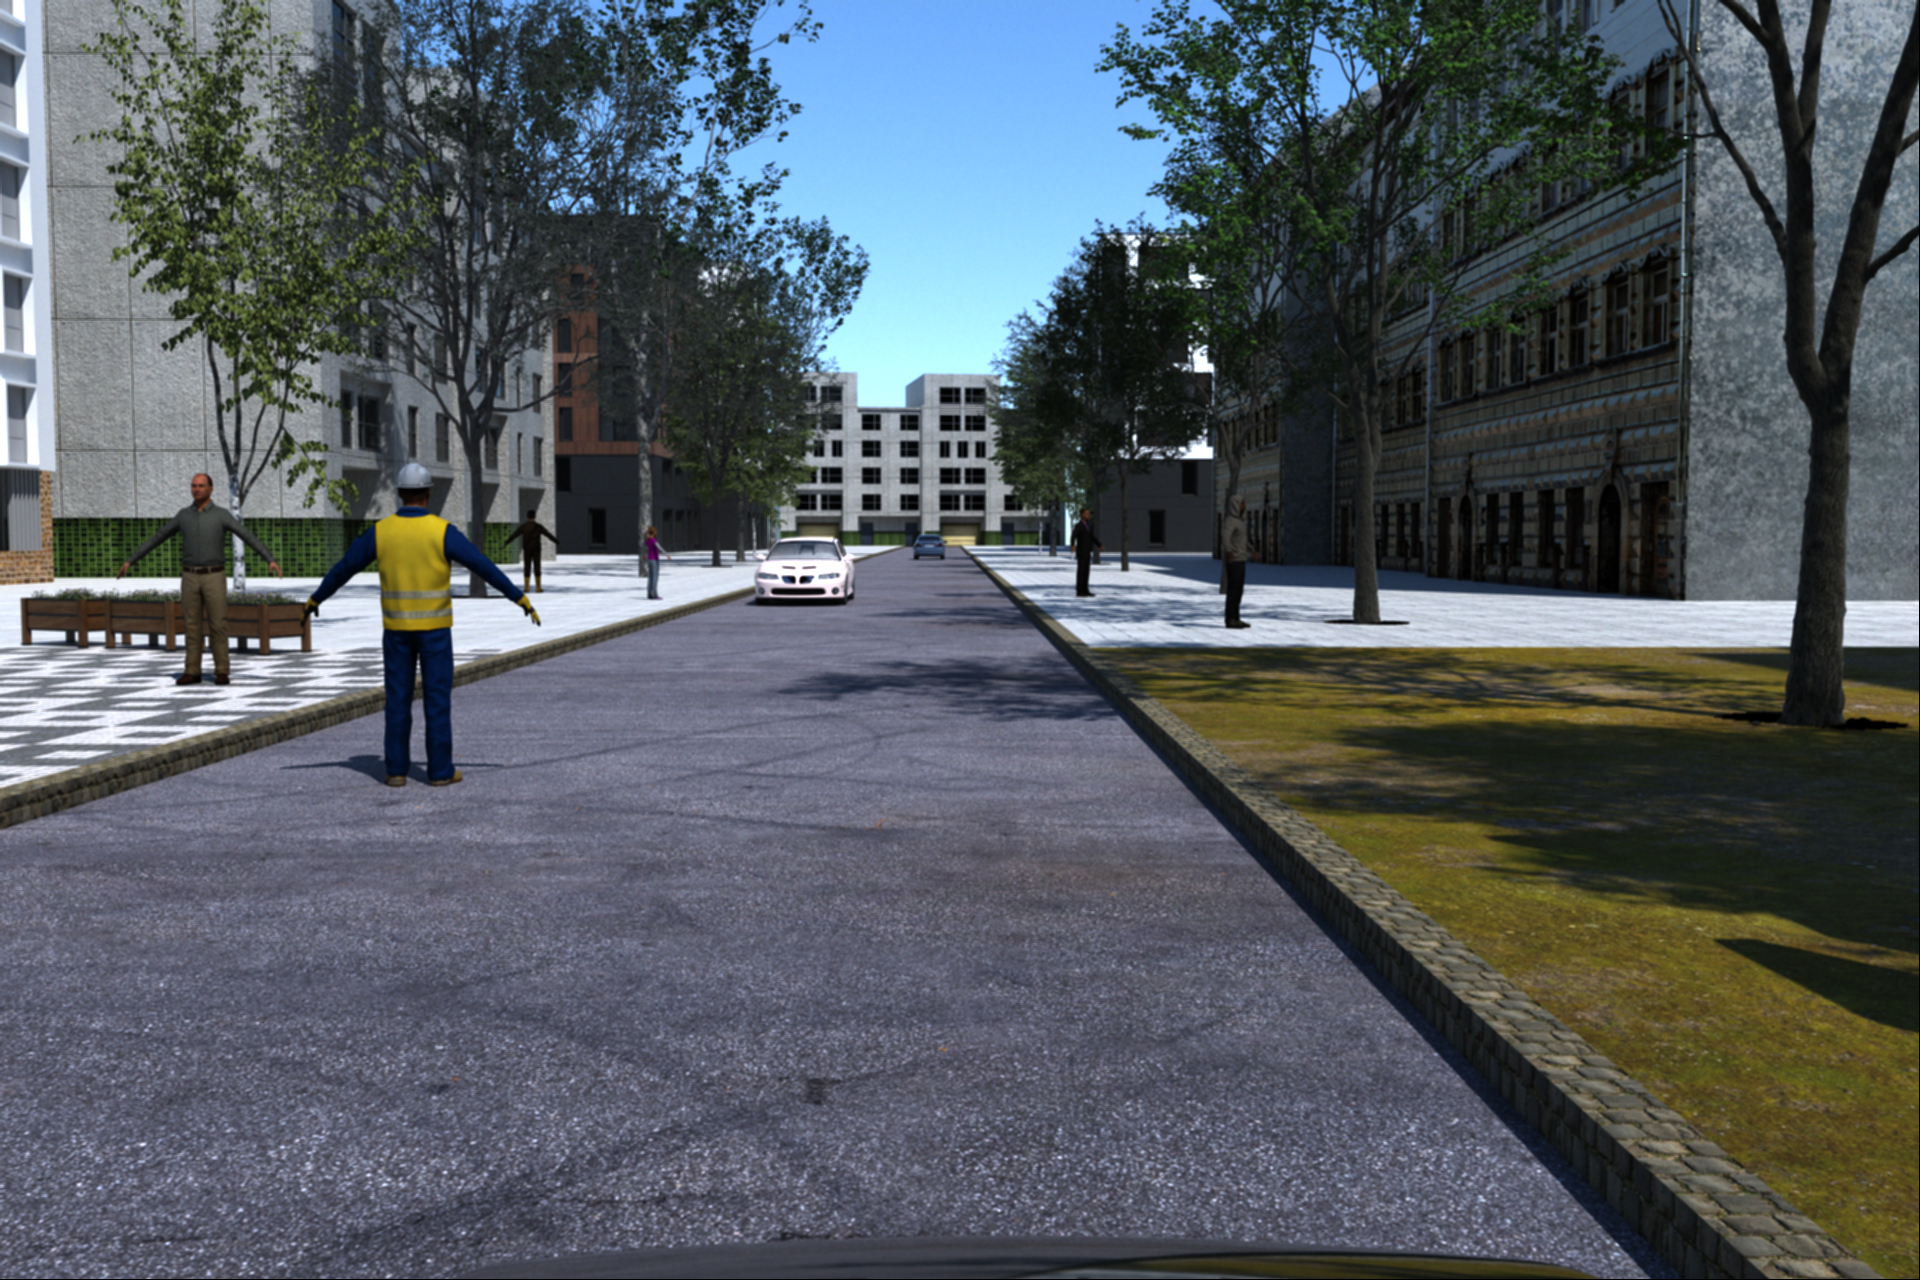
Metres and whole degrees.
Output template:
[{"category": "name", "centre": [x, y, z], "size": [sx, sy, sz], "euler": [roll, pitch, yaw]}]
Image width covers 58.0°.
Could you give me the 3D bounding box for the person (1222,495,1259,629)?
[{"category": "person", "centre": [3.784, -1.068, 23.596], "size": [0.705, 1.813, 1.348], "euler": [2, 4, 25]}]

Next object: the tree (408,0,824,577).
[{"category": "tree", "centre": [-10.388, -11.852, 49.666], "size": [12.611, 20.169, 13.585], "euler": [0, 3, 0]}]

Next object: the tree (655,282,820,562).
[{"category": "tree", "centre": [-10.388, -9.805, 78.437], "size": [7.486, 12.596, 7.792], "euler": [0, 3, 0]}]

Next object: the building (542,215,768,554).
[{"category": "building", "centre": [-30.029, -17.340, 127.486], "size": [27.936, 21.610, 32.646], "euler": [0, 4, 1]}]

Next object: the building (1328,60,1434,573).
[{"category": "building", "centre": [24.335, -14.022, 60.183], "size": [19.493, 23.208, 18.063], "euler": [0, 4, 0]}]

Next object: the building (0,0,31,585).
[{"category": "building", "centre": [-28.789, -10.765, 32.429], "size": [16.016, 20.090, 11.380], "euler": [0, 4, -1]}]

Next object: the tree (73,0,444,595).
[{"category": "tree", "centre": [-9.008, -4.371, 21.832], "size": [4.737, 8.622, 4.395], "euler": [0, 3, 0]}]

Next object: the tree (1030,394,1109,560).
[{"category": "tree", "centre": [5.577, -8.226, 84.854], "size": [4.360, 8.622, 3.978], "euler": [0, 3, 0]}]

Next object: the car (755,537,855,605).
[{"category": "car", "centre": [-3.222, -1.477, 36.505], "size": [2.083, 1.381, 4.827], "euler": [0, 4, 0]}]

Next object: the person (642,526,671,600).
[{"category": "person", "centre": [-5.965, -1.510, 33.948], "size": [0.599, 1.433, 0.991], "euler": [-3, 5, -42]}]

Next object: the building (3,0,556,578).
[{"category": "building", "centre": [-27.300, -12.198, 65.903], "size": [16.747, 18.905, 31.486], "euler": [0, 4, -1]}]

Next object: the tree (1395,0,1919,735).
[{"category": "tree", "centre": [5.693, -5.225, 11.185], "size": [9.928, 11.665, 9.643], "euler": [0, 3, 0]}]

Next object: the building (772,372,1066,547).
[{"category": "building", "centre": [-5.161, -20.087, 197.338], "size": [31.486, 18.905, 16.747], "euler": [-1, 4, -9]}]

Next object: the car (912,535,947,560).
[{"category": "car", "centre": [-1.726, -5.268, 98.138], "size": [2.014, 1.417, 4.499], "euler": [0, 4, 0]}]

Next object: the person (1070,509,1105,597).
[{"category": "person", "centre": [2.559, -1.788, 35.465], "size": [0.704, 1.802, 1.346], "euler": [2, 4, 32]}]

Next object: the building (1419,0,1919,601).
[{"category": "building", "centre": [23.035, -12.879, 41.498], "size": [19.493, 23.208, 18.063], "euler": [0, 3, 0]}]

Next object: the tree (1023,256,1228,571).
[{"category": "tree", "centre": [5.386, -7.623, 59.048], "size": [7.601, 10.594, 8.767], "euler": [-3, 4, -36]}]

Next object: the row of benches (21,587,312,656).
[{"category": "row of benches", "centre": [-8.840, -0.234, 19.295], "size": [4.104, 0.672, 1.422], "euler": [2, 4, 27]}]

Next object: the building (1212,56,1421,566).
[{"category": "building", "centre": [22.211, -15.154, 78.701], "size": [19.493, 23.208, 18.063], "euler": [0, 4, 0]}]

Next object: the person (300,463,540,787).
[{"category": "person", "centre": [-3.098, -0.090, 9.902], "size": [1.349, 1.833, 0.705], "euler": [0, 4, -5]}]

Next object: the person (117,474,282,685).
[{"category": "person", "centre": [-6.462, -0.521, 14.787], "size": [1.348, 1.796, 0.705], "euler": [0, 4, -6]}]

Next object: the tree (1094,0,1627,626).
[{"category": "tree", "centre": [5.763, -6.041, 24.528], "size": [9.928, 11.665, 9.643], "euler": [0, 3, 0]}]

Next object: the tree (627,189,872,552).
[{"category": "tree", "centre": [-11.642, -14.705, 96.312], "size": [12.611, 20.169, 13.585], "euler": [0, 3, 0]}]

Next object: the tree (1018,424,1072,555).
[{"category": "tree", "centre": [4.724, -9.459, 105.009], "size": [4.360, 8.622, 3.978], "euler": [0, 3, 0]}]

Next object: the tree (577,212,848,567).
[{"category": "tree", "centre": [-9.404, -9.560, 66.671], "size": [12.009, 13.543, 11.850], "euler": [0, 3, 0]}]

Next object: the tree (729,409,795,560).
[{"category": "tree", "centre": [-10.263, -8.351, 86.897], "size": [4.737, 8.622, 4.395], "euler": [0, 3, 0]}]

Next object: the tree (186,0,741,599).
[{"category": "tree", "centre": [-9.609, -7.567, 34.093], "size": [12.009, 13.543, 11.850], "euler": [0, 3, 0]}]

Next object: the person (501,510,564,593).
[{"category": "person", "centre": [-9.356, -1.942, 37.886], "size": [1.346, 1.812, 0.704], "euler": [0, 4, -7]}]

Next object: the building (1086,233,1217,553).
[{"category": "building", "centre": [23.492, -17.751, 134.199], "size": [27.936, 21.610, 32.646], "euler": [0, 4, 0]}]

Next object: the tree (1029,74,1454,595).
[{"category": "tree", "centre": [5.618, -6.222, 36.143], "size": [8.767, 10.594, 7.601], "euler": [0, 4, 2]}]

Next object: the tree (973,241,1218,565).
[{"category": "tree", "centre": [5.750, -9.896, 72.164], "size": [12.009, 13.543, 11.850], "euler": [0, 3, 0]}]

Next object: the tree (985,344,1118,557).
[{"category": "tree", "centre": [4.837, -10.936, 96.933], "size": [7.486, 12.596, 7.792], "euler": [0, 3, 0]}]
